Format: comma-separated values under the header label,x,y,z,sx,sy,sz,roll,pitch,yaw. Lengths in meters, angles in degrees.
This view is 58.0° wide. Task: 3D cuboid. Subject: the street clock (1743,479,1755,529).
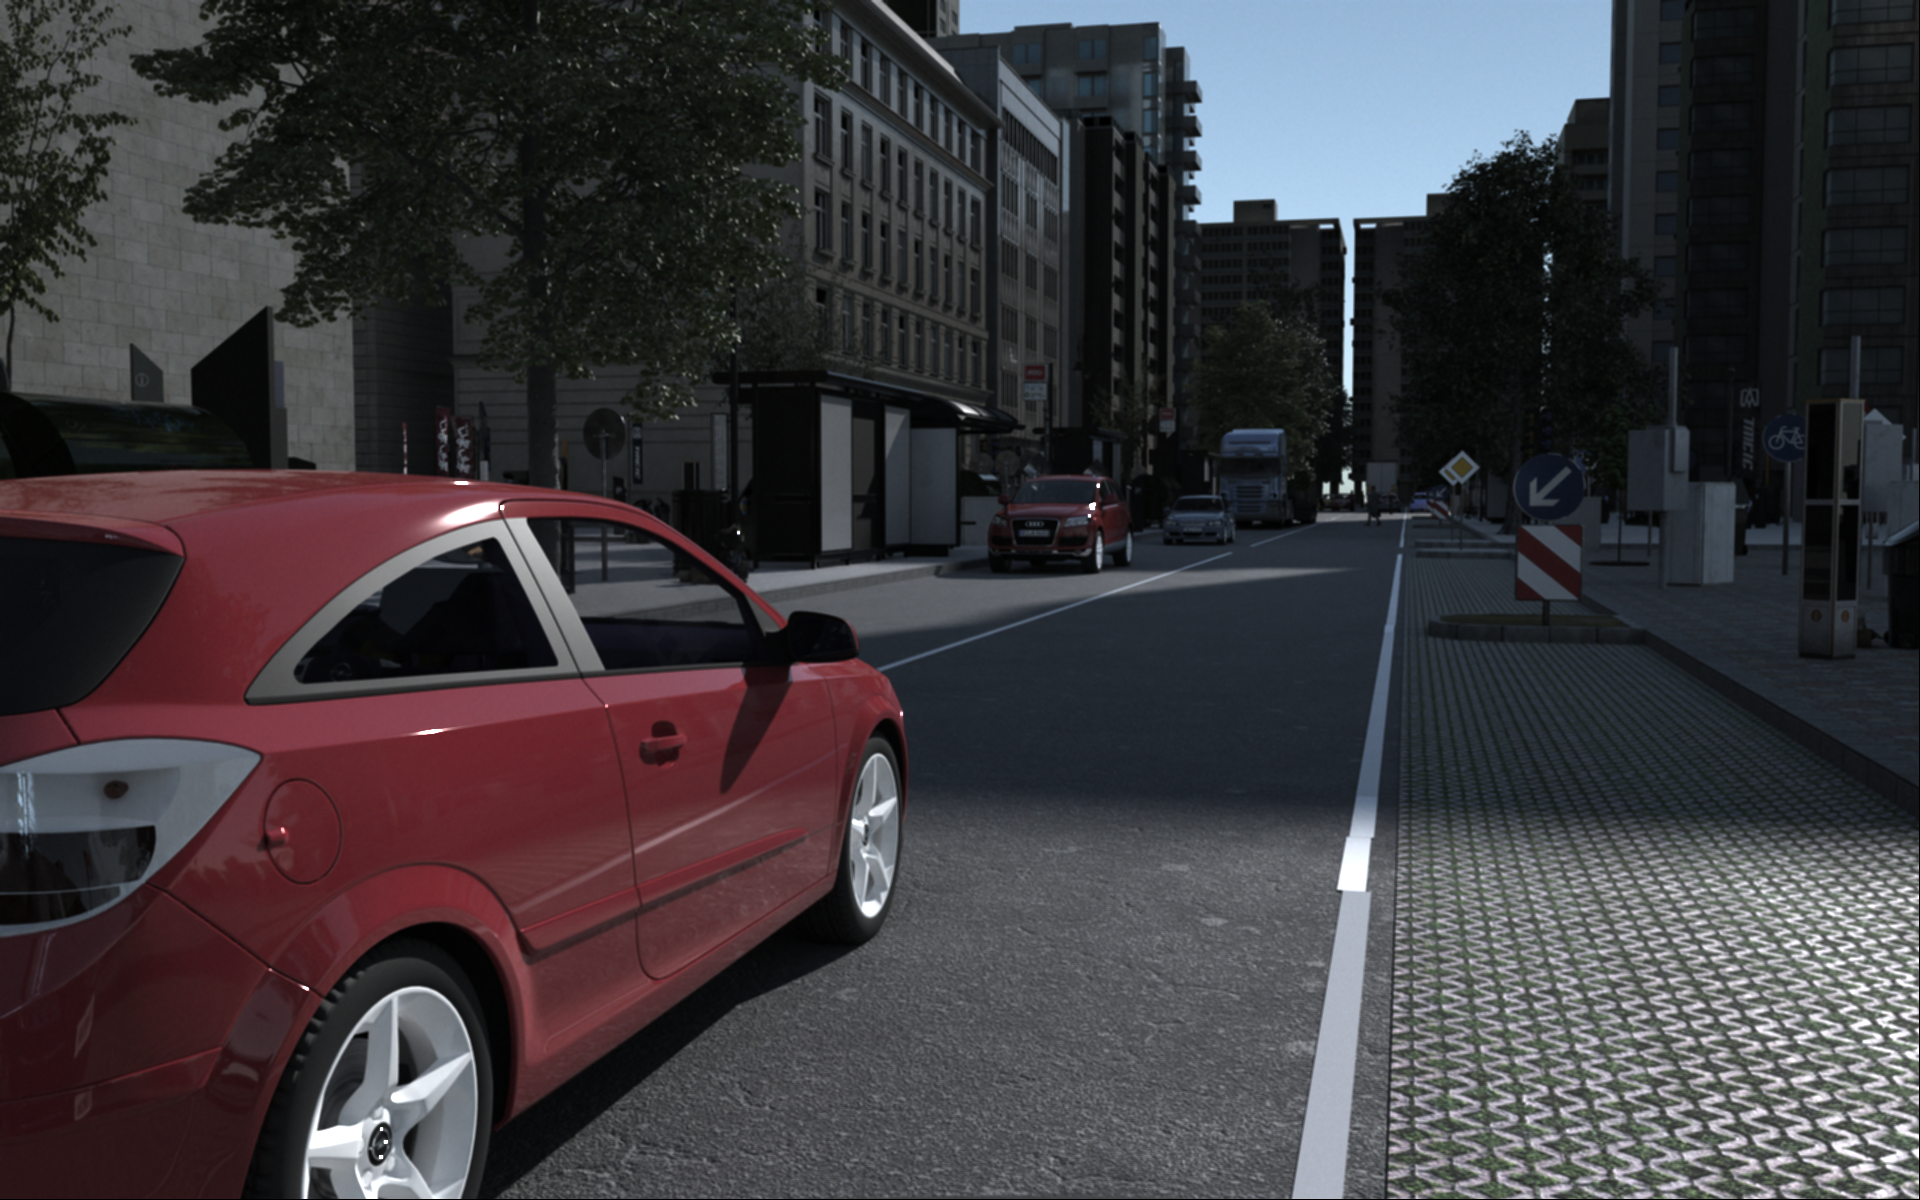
label,x,y,z,sx,sy,sz,roll,pitch,yaw
street clock,28.951,-3.611,63.611,0.358,2.002,0.471,0,4,-2

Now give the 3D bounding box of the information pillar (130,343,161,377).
label,x,y,z,sx,sy,sz,roll,pitch,yaw
information pillar,-12.724,-2.189,27.150,0.183,3.616,0.504,3,5,39

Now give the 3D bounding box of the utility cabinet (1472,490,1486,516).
label,x,y,z,sx,sy,sz,roll,pitch,yaw
utility cabinet,29.580,-5.482,98.303,1.173,1.500,0.318,-2,4,-32

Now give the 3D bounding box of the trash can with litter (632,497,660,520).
label,x,y,z,sx,sy,sz,roll,pitch,yaw
trash can with litter,-8.379,-2.041,44.756,0.624,1.170,1.055,-3,5,-41

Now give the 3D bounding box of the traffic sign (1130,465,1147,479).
label,x,y,z,sx,sy,sz,roll,pitch,yaw
traffic sign,7.828,-4.641,75.981,0.768,2.556,0.104,1,4,16

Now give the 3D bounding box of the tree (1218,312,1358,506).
label,x,y,z,sx,sy,sz,roll,pitch,yaw
tree,22.032,-13.216,122.743,9.857,13.997,8.962,0,3,0

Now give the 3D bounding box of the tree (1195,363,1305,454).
label,x,y,z,sx,sy,sz,roll,pitch,yaw
tree,18.618,-10.779,110.643,7.601,10.594,8.767,-1,4,-20

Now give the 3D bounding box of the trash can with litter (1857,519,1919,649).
label,x,y,z,sx,sy,sz,roll,pitch,yaw
trash can with litter,7.764,-0.187,14.438,1.055,1.170,0.624,1,4,12

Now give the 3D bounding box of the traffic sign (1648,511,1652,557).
label,x,y,z,sx,sy,sz,roll,pitch,yaw
traffic sign,14.085,-2.160,35.313,0.884,2.594,0.081,1,4,22

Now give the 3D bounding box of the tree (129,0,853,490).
label,x,y,z,sx,sy,sz,roll,pitch,yaw
tree,-4.892,-6.179,19.162,7.486,12.596,7.792,0,3,0

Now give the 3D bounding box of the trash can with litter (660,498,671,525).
label,x,y,z,sx,sy,sz,roll,pitch,yaw
trash can with litter,-10.206,-3.025,60.848,1.055,1.170,0.624,0,4,2

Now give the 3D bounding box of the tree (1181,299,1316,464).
label,x,y,z,sx,sy,sz,roll,pitch,yaw
tree,16.797,-11.173,100.804,7.486,12.596,7.792,0,3,0

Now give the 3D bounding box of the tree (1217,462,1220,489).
label,x,y,z,sx,sy,sz,roll,pitch,yaw
tree,14.302,-5.978,92.344,1.663,3.219,1.824,0,3,0

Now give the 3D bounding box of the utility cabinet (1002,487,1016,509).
label,x,y,z,sx,sy,sz,roll,pitch,yaw
utility cabinet,1.291,-2.998,57.702,1.173,1.500,0.318,-2,4,-31

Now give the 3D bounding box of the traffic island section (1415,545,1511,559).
label,x,y,z,sx,sy,sz,roll,pitch,yaw
traffic island section,11.462,-1.058,39.572,2.009,0.180,2.903,1,4,14

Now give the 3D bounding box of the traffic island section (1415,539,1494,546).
label,x,y,z,sx,sy,sz,roll,pitch,yaw
traffic island section,13.464,-1.530,47.303,2.009,0.180,2.903,1,4,14

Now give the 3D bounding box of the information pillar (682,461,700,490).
label,x,y,z,sx,sy,sz,roll,pitch,yaw
information pillar,-5.948,-2.072,38.371,0.304,2.012,0.304,1,4,12

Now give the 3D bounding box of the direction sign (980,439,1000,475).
label,x,y,z,sx,sy,sz,roll,pitch,yaw
direction sign,1.225,-4.852,71.323,0.876,3.537,0.379,1,4,21

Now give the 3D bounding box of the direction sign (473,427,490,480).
label,x,y,z,sx,sy,sz,roll,pitch,yaw
direction sign,-16.291,-4.075,58.624,0.876,3.537,0.379,-3,5,-44

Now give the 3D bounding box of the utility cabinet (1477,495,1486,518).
label,x,y,z,sx,sy,sz,roll,pitch,yaw
utility cabinet,28.537,-5.048,93.691,1.020,1.237,0.306,0,4,6

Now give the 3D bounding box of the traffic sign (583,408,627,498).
label,x,y,z,sx,sy,sz,roll,pitch,yaw
traffic sign,-5.264,-1.558,25.586,0.768,2.556,0.104,2,4,24

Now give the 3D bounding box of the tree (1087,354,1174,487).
label,x,y,z,sx,sy,sz,roll,pitch,yaw
tree,8.929,-8.566,90.424,4.360,8.622,3.978,0,3,0

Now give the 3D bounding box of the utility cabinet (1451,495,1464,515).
label,x,y,z,sx,sy,sz,roll,pitch,yaw
utility cabinet,30.727,-5.859,106.948,0.306,1.237,1.020,-1,4,-16

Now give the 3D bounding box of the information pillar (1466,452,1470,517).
label,x,y,z,sx,sy,sz,roll,pitch,yaw
information pillar,27.954,-6.359,95.324,0.183,3.616,0.504,1,4,23

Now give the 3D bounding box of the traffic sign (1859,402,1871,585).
label,x,y,z,sx,sy,sz,roll,pitch,yaw
traffic sign,12.649,-1.487,24.318,0.884,2.594,0.081,1,4,23

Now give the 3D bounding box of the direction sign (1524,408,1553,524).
label,x,y,z,sx,sy,sz,roll,pitch,yaw
direction sign,15.341,-3.304,46.024,0.379,3.537,0.876,-2,4,-34

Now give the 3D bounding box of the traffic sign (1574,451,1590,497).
label,x,y,z,sx,sy,sz,roll,pitch,yaw
traffic sign,17.039,-2.865,46.954,0.768,2.556,0.104,1,4,22

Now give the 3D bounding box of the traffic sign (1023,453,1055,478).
label,x,y,z,sx,sy,sz,roll,pitch,yaw
traffic sign,1.912,-2.345,41.978,0.795,2.450,0.064,1,4,14

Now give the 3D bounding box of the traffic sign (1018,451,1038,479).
label,x,y,z,sx,sy,sz,roll,pitch,yaw
traffic sign,2.034,-3.104,50.850,0.768,2.556,0.104,1,4,19

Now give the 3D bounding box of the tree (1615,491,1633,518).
label,x,y,z,sx,sy,sz,roll,pitch,yaw
tree,36.220,-6.711,93.432,4.285,4.588,4.351,0,3,0

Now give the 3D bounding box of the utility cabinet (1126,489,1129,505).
label,x,y,z,sx,sy,sz,roll,pitch,yaw
utility cabinet,10.541,-6.109,108.554,0.318,1.500,1.173,2,4,34

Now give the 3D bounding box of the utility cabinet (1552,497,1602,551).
label,x,y,z,sx,sy,sz,roll,pitch,yaw
utility cabinet,13.898,-1.706,39.054,1.020,1.237,0.306,1,4,13

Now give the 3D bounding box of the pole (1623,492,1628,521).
label,x,y,z,sx,sy,sz,roll,pitch,yaw
pole,31.921,-5.455,83.036,0.158,3.312,0.155,0,3,0

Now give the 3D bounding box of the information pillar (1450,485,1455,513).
label,x,y,z,sx,sy,sz,roll,pitch,yaw
information pillar,33.020,-6.824,116.058,0.304,2.012,0.304,1,4,20

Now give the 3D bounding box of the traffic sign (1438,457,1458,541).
label,x,y,z,sx,sy,sz,roll,pitch,yaw
traffic sign,13.439,-2.666,47.232,0.795,2.450,0.064,1,4,14

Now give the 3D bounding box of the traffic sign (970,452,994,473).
label,x,y,z,sx,sy,sz,roll,pitch,yaw
traffic sign,0.641,-3.222,52.779,0.768,2.556,0.104,1,4,15

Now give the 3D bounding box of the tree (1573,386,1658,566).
label,x,y,z,sx,sy,sz,roll,pitch,yaw
tree,11.876,-2.251,31.409,1.663,3.219,1.824,0,3,0

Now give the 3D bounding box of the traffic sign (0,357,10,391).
label,x,y,z,sx,sy,sz,roll,pitch,yaw
traffic sign,-8.245,-0.879,14.478,0.768,2.556,0.104,1,4,20

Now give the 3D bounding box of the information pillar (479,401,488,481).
label,x,y,z,sx,sy,sz,roll,pitch,yaw
information pillar,-11.955,-3.189,43.491,0.183,3.616,0.504,-2,4,-29

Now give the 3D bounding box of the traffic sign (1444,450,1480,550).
label,x,y,z,sx,sy,sz,roll,pitch,yaw
traffic sign,11.438,-2.193,39.501,0.795,2.450,0.064,1,4,14

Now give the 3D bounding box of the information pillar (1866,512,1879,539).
label,x,y,z,sx,sy,sz,roll,pitch,yaw
information pillar,26.151,-2.759,49.594,0.304,2.012,0.304,2,4,35

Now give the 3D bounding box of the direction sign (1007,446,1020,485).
label,x,y,z,sx,sy,sz,roll,pitch,yaw
direction sign,2.562,-5.533,82.465,0.379,3.537,0.876,-3,5,-42

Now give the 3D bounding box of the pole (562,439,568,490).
label,x,y,z,sx,sy,sz,roll,pitch,yaw
pole,-14.685,-4.317,64.420,0.158,3.312,0.155,0,3,0

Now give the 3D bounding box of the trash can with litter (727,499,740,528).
label,x,y,z,sx,sy,sz,roll,pitch,yaw
trash can with litter,-7.357,-2.702,55.559,0.624,1.170,1.055,3,5,41

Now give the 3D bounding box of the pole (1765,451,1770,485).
label,x,y,z,sx,sy,sz,roll,pitch,yaw
pole,37.754,-5.331,81.000,0.158,3.312,0.155,0,3,0

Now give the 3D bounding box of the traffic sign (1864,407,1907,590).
label,x,y,z,sx,sy,sz,roll,pitch,yaw
traffic sign,12.186,-1.344,23.152,0.795,2.450,0.064,1,4,17

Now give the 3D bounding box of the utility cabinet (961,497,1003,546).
label,x,y,z,sx,sy,sz,roll,pitch,yaw
utility cabinet,0.551,-1.955,43.131,1.020,1.237,0.306,-1,4,-11

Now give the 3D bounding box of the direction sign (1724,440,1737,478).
label,x,y,z,sx,sy,sz,roll,pitch,yaw
direction sign,32.216,-4.915,72.355,0.876,3.537,0.379,-2,4,-28

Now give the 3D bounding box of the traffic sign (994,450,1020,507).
label,x,y,z,sx,sy,sz,roll,pitch,yaw
traffic sign,1.346,-3.059,50.125,0.768,2.556,0.104,1,4,20

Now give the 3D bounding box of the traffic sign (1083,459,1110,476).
label,x,y,z,sx,sy,sz,roll,pitch,yaw
traffic sign,3.913,-2.818,49.709,0.795,2.450,0.064,1,4,14

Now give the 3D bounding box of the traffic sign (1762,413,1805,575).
label,x,y,z,sx,sy,sz,roll,pitch,yaw
traffic sign,13.117,-1.673,27.461,0.768,2.556,0.104,1,4,20

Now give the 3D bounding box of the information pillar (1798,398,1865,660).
label,x,y,z,sx,sy,sz,roll,pitch,yaw
information pillar,6.791,-0.551,13.503,0.304,2.012,0.304,-2,4,-28

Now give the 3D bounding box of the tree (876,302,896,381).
label,x,y,z,sx,sy,sz,roll,pitch,yaw
tree,-4.268,-6.286,53.143,4.360,8.622,3.978,0,3,0
